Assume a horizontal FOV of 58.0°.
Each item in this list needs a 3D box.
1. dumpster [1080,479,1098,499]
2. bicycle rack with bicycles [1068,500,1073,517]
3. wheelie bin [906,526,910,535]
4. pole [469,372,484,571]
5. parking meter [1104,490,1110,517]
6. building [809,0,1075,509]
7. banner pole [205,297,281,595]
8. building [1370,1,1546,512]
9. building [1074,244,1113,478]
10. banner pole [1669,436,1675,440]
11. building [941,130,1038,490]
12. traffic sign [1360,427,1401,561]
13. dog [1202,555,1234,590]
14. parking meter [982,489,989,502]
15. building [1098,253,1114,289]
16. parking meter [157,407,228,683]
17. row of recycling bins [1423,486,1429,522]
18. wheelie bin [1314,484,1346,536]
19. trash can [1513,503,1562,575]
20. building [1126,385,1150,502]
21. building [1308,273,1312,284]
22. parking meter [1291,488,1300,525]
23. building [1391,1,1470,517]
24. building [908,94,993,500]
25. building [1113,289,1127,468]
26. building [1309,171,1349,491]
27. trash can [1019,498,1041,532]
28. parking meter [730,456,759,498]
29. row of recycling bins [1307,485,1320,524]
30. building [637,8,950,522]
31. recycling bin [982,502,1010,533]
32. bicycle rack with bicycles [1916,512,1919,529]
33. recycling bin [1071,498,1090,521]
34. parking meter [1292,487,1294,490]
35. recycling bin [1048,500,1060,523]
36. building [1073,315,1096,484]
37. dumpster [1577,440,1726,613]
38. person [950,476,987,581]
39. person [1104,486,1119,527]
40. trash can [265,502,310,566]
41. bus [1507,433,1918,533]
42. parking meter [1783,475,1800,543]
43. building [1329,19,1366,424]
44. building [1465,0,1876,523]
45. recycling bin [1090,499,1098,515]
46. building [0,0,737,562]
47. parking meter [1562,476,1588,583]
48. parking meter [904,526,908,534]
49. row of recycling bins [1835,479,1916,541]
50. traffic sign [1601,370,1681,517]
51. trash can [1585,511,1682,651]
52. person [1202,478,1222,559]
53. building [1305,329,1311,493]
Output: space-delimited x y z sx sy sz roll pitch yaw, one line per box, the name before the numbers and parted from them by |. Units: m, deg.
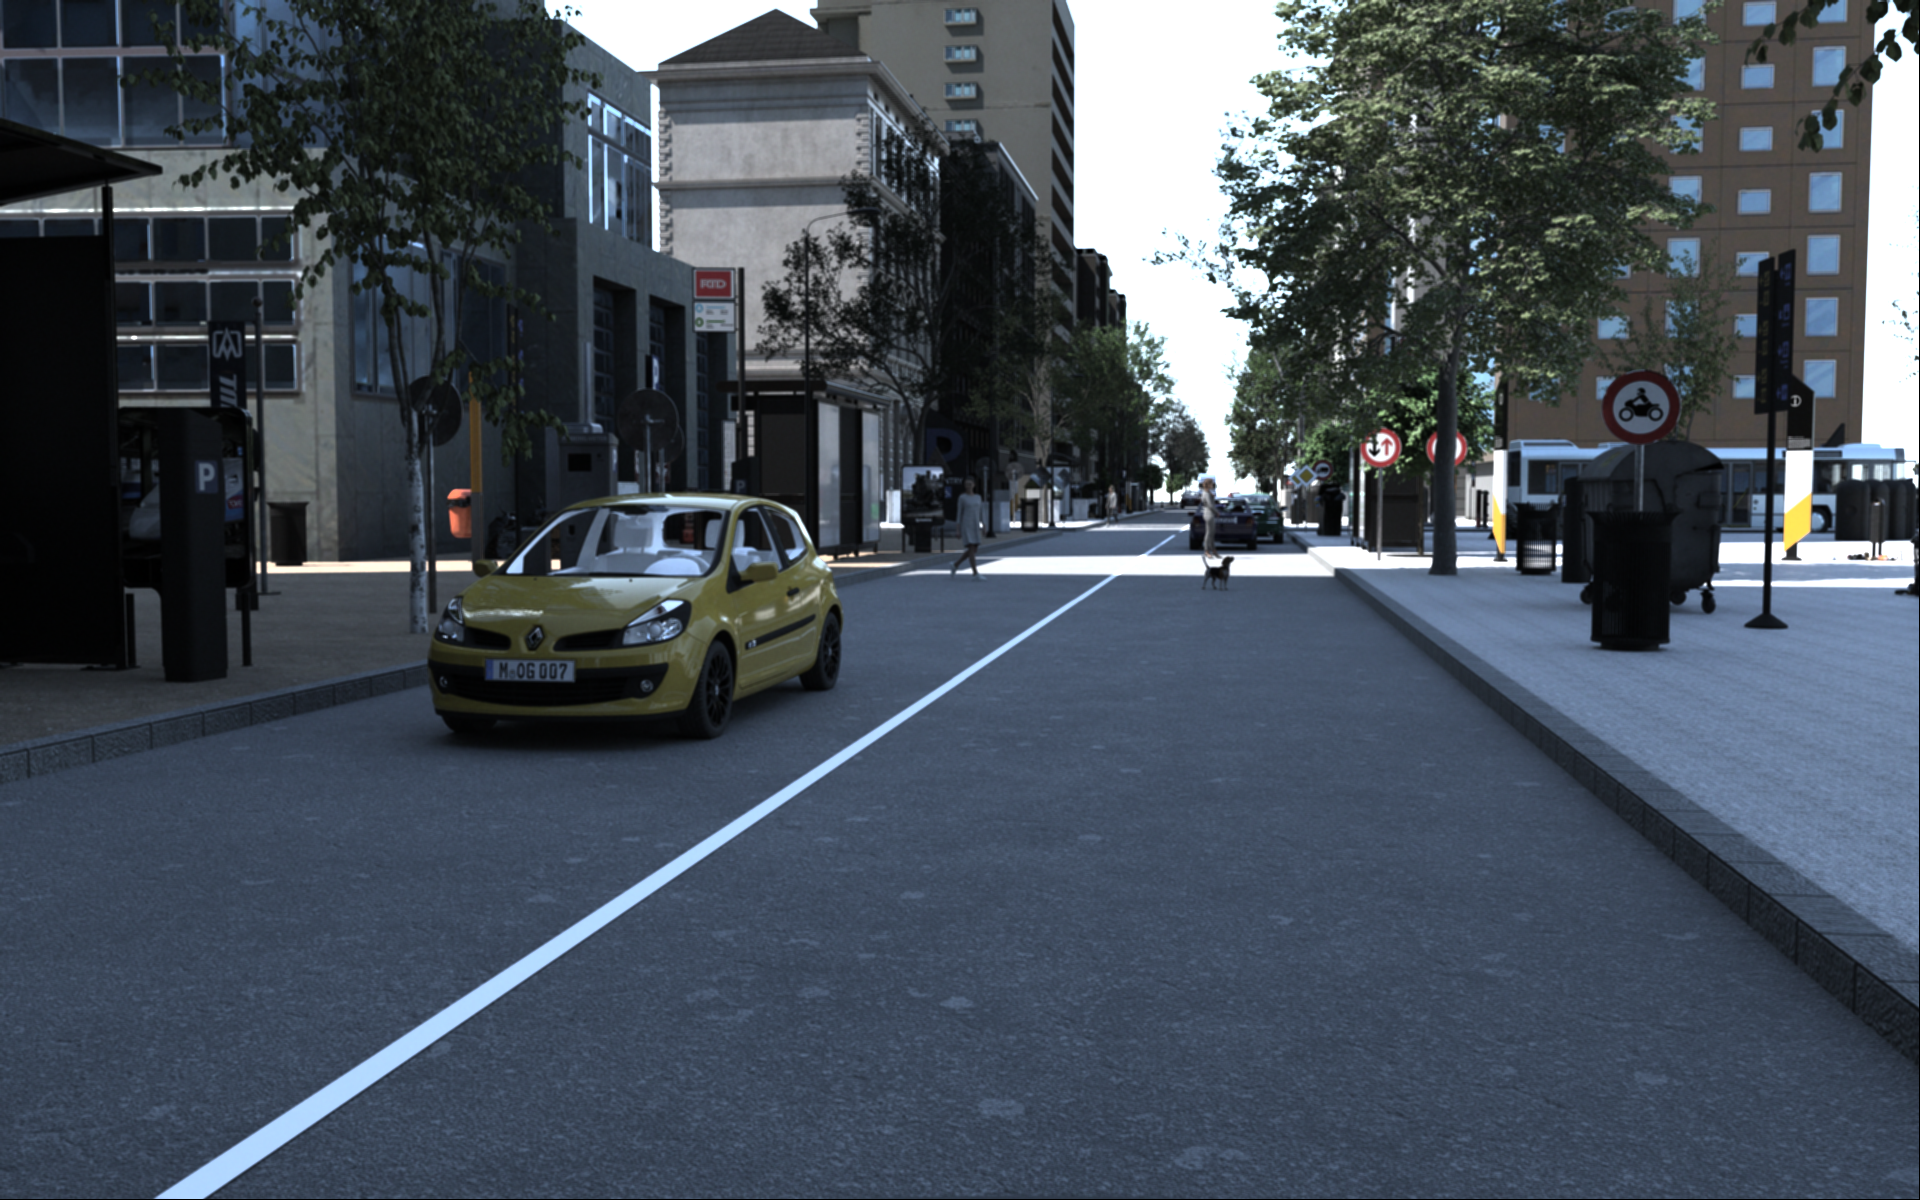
dumpster | 8.427 -6.611 110.575 1.502 2.255 1.985 1 4 9
bicycle rack with bicycles | 5.709 -5.156 97.680 2.852 0.926 2.925 1 4 22
wheelie bin | -1.239 -2.810 53.846 0.693 1.594 0.980 2 4 31
pole | -8.098 -2.150 29.002 0.158 3.312 0.155 0 3 0
parking meter | 8.075 -5.334 95.621 0.372 1.533 0.369 0 3 0
building | -1.399 -32.459 154.409 21.300 48.544 21.600 1 4 9
banner pole | -9.148 -1.961 22.082 0.863 3.779 0.401 0 4 -1
building | 43.061 -30.880 155.005 14.600 45.320 14.200 1 4 9
building | 9.848 -26.312 201.905 14.160 30.474 14.107 1 4 9
banner pole | 26.963 -4.624 65.627 0.863 3.779 0.401 -3 5 -43
building | -2.787 -20.245 124.508 14.314 27.812 24.014 1 4 9
traffic sign | 8.020 -2.016 33.069 0.768 2.556 0.104 1 4 15
dog | 3.867 -0.411 26.002 0.540 0.507 0.406 1 4 17
parking meter | 1.341 -5.070 91.301 0.372 1.533 0.369 0 3 0
building | 9.883 -34.802 260.896 32.217 40.220 23.993 1 4 9
parking meter | -5.278 -0.381 11.934 0.255 1.863 0.399 1 4 16
row of recycling bins | 19.057 -4.011 72.689 1.069 1.692 3.534 1 4 11
wheelie bin | 11.436 -2.780 53.355 0.980 1.594 0.693 -1 4 -11
trash can | 9.181 -0.974 27.580 0.748 1.137 0.748 0 3 0
building | 16.795 -27.040 287.149 27.650 21.520 28.899 1 4 9
building | 64.384 -36.901 286.930 14.154 41.232 14.086 1 4 9
parking meter | 14.085 -3.935 72.748 0.372 1.533 0.369 0 3 0
building | 38.165 -34.668 108.827 21.231 58.520 28.212 1 4 9
building | -5.201 -16.832 104.889 12.332 23.373 15.834 1 4 9
building | 15.740 -28.704 241.007 14.160 30.474 14.107 1 4 9
building | 62.780 -38.550 253.998 21.300 48.544 21.600 1 4 9
trash can | 2.365 -2.874 58.649 0.748 1.137 0.748 0 3 0
parking meter | -3.351 -1.300 26.971 0.399 1.863 0.255 2 4 28
row of recycling bins | 15.988 -4.267 76.884 1.069 1.692 3.534 1 4 16
building | -7.342 -15.760 86.554 11.050 23.489 19.941 1 4 9
recycling bin | 1.195 -2.720 57.019 0.722 1.027 0.722 2 4 27
bicycle rack with bicycles | 35.968 -3.030 62.925 2.925 0.926 2.852 0 4 -7
recycling bin | 5.682 -4.241 81.889 0.722 1.027 0.722 0 4 4
parking meter | 22.822 -6.860 117.876 0.399 1.863 0.255 -1 4 -15
recycling bin | 4.016 -3.893 76.197 0.722 1.027 0.722 0 4 0
building | -0.654 -20.602 181.877 27.650 21.520 28.899 1 4 9
dumpster | 7.714 -0.833 19.371 1.264 1.857 1.865 1 4 9
person | 0.124 -1.199 28.861 0.760 1.731 0.466 2 4 30
person | 6.668 -4.079 75.373 0.728 1.800 0.709 -2 4 -35
trash can | -12.005 -1.181 30.956 0.748 1.137 0.748 0 3 0
bus | 25.611 -3.908 58.752 13.247 3.499 2.948 0 4 7
parking meter | 21.847 -2.431 45.458 0.255 1.863 0.399 -1 4 -14
building | 55.283 -36.705 189.359 28.713 52.752 27.495 1 4 9
building | 30.751 -26.118 77.139 14.200 45.320 14.600 1 4 9
recycling bin | 7.110 -5.017 94.586 0.722 1.027 0.722 -2 4 -30
building | -23.923 -44.627 42.331 31.000 86.520 22.319 1 4 9
parking meter | 8.914 -1.018 25.049 0.372 1.533 0.369 0 3 0
parking meter | -1.624 -3.087 56.183 0.399 1.863 0.255 1 4 18
row of recycling bins | 25.683 -2.527 48.428 3.534 1.692 1.069 -3 4 -36
traffic sign | 7.001 -1.086 17.868 0.768 2.556 0.104 1 4 17
trash can | 5.554 -0.164 14.328 0.748 1.137 0.748 0 3 0
person | 5.633 -1.816 38.469 0.573 1.790 0.520 -1 4 -13
building | 61.336 -30.665 273.078 14.160 30.474 14.107 1 4 9
